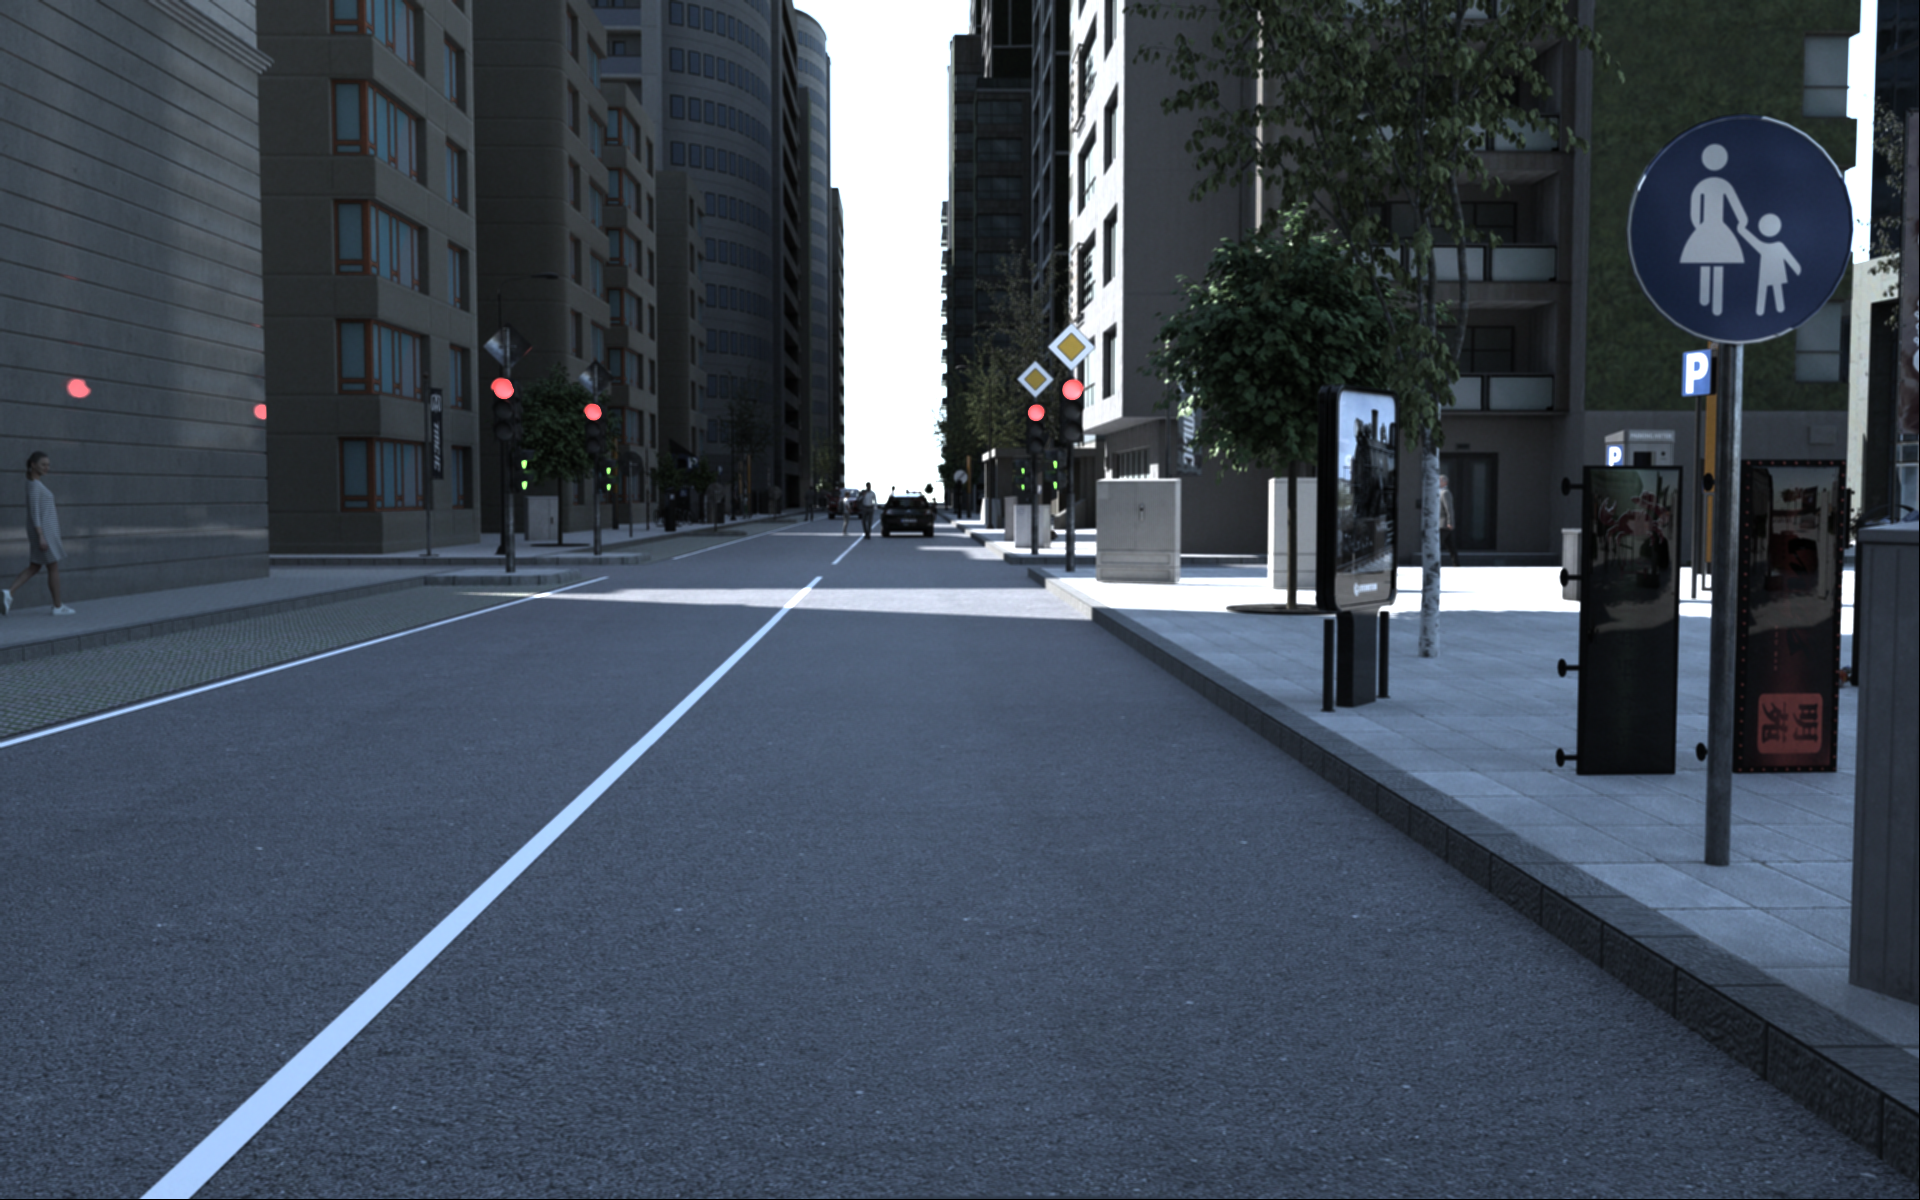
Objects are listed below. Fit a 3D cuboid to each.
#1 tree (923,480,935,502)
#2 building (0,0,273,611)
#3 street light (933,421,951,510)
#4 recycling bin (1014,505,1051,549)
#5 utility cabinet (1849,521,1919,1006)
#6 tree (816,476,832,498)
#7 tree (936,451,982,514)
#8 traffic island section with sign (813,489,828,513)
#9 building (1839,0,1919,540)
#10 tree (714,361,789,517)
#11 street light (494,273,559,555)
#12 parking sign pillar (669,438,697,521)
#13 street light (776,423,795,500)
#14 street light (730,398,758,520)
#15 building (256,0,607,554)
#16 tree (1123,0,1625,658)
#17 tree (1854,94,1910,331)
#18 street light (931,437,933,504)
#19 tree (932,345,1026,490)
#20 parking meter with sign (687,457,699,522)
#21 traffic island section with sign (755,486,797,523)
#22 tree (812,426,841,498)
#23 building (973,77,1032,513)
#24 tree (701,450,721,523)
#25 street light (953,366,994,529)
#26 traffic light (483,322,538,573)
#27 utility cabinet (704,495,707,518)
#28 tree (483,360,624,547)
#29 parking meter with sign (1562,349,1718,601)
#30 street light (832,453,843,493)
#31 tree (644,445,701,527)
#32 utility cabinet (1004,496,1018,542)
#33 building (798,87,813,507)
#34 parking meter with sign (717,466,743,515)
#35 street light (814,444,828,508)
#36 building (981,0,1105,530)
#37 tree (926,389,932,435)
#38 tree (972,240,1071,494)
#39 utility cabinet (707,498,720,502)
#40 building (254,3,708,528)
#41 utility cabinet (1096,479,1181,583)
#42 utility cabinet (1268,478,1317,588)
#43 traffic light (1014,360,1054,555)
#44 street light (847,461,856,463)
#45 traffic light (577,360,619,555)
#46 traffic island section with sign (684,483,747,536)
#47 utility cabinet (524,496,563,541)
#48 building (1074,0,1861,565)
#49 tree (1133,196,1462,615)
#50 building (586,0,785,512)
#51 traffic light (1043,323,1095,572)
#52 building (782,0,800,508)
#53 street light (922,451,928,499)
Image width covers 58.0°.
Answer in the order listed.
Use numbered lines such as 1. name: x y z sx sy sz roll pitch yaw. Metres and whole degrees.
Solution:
1. tree: -4.983 -16.693 267.527 1.663 3.219 1.824 0 3 0
2. building: -25.257 -14.840 20.133 29.804 29.767 11.434 0 4 -2
3. street light: -0.815 -8.444 110.597 1.470 5.913 1.316 0 4 -2
4. recycling bin: 1.727 -1.751 41.177 0.722 1.027 0.722 1 4 18
5. utility cabinet: 2.629 0.433 4.086 0.306 1.237 1.020 -1 4 -21
6. tree: -14.464 -11.398 180.955 1.663 3.219 1.824 0 3 0
7. tree: -0.040 -7.986 114.282 4.285 4.588 4.351 0 3 0
8. traffic island section with sign: -10.645 -7.764 135.566 1.989 1.847 2.006 0 4 -2
9. building: 40.462 -44.778 44.793 31.000 86.520 22.319 0 4 -2
10. tree: -11.842 -8.932 96.396 4.360 8.622 3.978 0 3 0
11. street light: -9.123 -3.912 36.496 1.470 5.913 1.316 0 4 -2
12. parking sign pillar: -13.265 -5.782 83.000 1.447 3.967 1.447 -1 4 -9
13. street light: -11.422 -8.584 112.889 1.470 5.913 1.316 0 4 -2
14. street light: -10.497 -6.827 84.161 1.470 5.913 1.316 0 4 -2
15. building: -26.566 -12.553 50.276 27.650 21.520 28.899 0 4 -2
16. tree: 3.457 -3.855 13.388 4.737 8.622 4.395 0 3 0
17. tree: 14.716 -4.495 23.856 4.360 8.622 3.978 0 3 0
18. street light: -1.633 -10.227 139.748 1.470 5.913 1.316 0 4 -2
19. tree: 1.786 -8.253 85.299 4.737 8.622 4.395 0 3 0
20. parking meter with sign: -12.394 -5.156 80.569 0.543 3.016 1.738 -1 4 -11
21. traffic island section with sign: -9.146 -4.738 86.093 1.989 1.847 2.006 0 4 -2
22. tree: -14.530 -14.387 185.597 4.737 8.622 4.395 0 3 0
23. building: 7.896 -21.546 123.981 14.160 30.474 14.107 0 4 -2
24. tree: -11.219 -4.980 76.028 1.663 3.219 1.824 0 3 0
25. street light: 0.553 -5.526 62.884 1.470 5.913 1.316 0 4 -2
26. traffic light: -7.350 -2.406 28.267 0.839 4.253 0.868 0 4 -2
27. utility cabinet: -13.165 -4.909 91.420 0.306 1.237 1.020 3 5 44
28. tree: -9.999 -3.615 42.812 4.285 4.588 4.351 0 3 0
29. parking meter with sign: 8.172 -1.508 20.911 1.738 3.016 0.543 -1 4 -13
30. street light: -13.901 -13.650 195.724 1.470 5.913 1.316 0 4 -2
31. tree: -11.433 -4.505 68.258 1.663 3.219 1.824 0 3 0
32. utility cabinet: 1.387 -2.208 47.270 0.306 1.237 1.020 0 4 6
33. building: -21.851 -29.684 168.922 14.154 41.232 14.086 0 4 -2
34. parking meter with sign: -14.239 -6.817 107.712 1.738 3.016 0.543 2 4 24
35. street light: -12.897 -11.499 160.551 1.470 5.913 1.316 0 4 -2
36. building: 17.244 -23.113 69.786 32.217 40.220 23.993 0 4 -2
37. tree: 0.271 -8.837 94.847 4.737 8.622 4.395 0 3 0
38. tree: 2.398 -6.137 50.706 4.360 8.622 3.978 0 3 0
39. utility cabinet: -11.330 -4.345 79.715 0.318 1.500 1.173 -2 4 -25
40. building: -28.283 -14.803 87.071 27.650 21.520 28.899 0 4 -2
41. utility cabinet: 2.553 -0.988 24.838 1.173 1.500 0.318 1 4 23
42. utility cabinet: 4.773 -0.900 23.396 1.173 1.500 0.318 0 4 -5
43. traffic light: 1.565 -2.913 36.541 0.839 4.253 0.868 0 4 -2
44. street light: -15.373 -16.572 243.499 1.470 5.913 1.316 0 4 -2
45. traffic light: -7.592 -2.895 36.249 0.839 4.253 0.868 0 4 -2
46. traffic island section with sign: -8.327 -3.090 59.150 1.989 1.847 2.006 0 4 -2
47. utility cabinet: -11.551 -2.254 48.022 1.020 1.237 0.306 -3 4 -38
48. building: 10.117 -21.749 39.183 14.086 41.232 14.154 0 4 -2
49. tree: 3.593 -2.158 19.005 4.285 4.588 4.351 0 3 0
50. building: -24.186 -35.601 124.069 21.231 58.520 28.212 0 4 -2
51. traffic light: 1.807 -2.424 28.559 0.839 4.253 0.868 0 4 -2
52. building: -25.344 -32.205 150.251 21.300 48.544 21.600 0 4 -2
53. street light: -3.203 -13.142 187.407 1.470 5.913 1.316 0 4 -2
